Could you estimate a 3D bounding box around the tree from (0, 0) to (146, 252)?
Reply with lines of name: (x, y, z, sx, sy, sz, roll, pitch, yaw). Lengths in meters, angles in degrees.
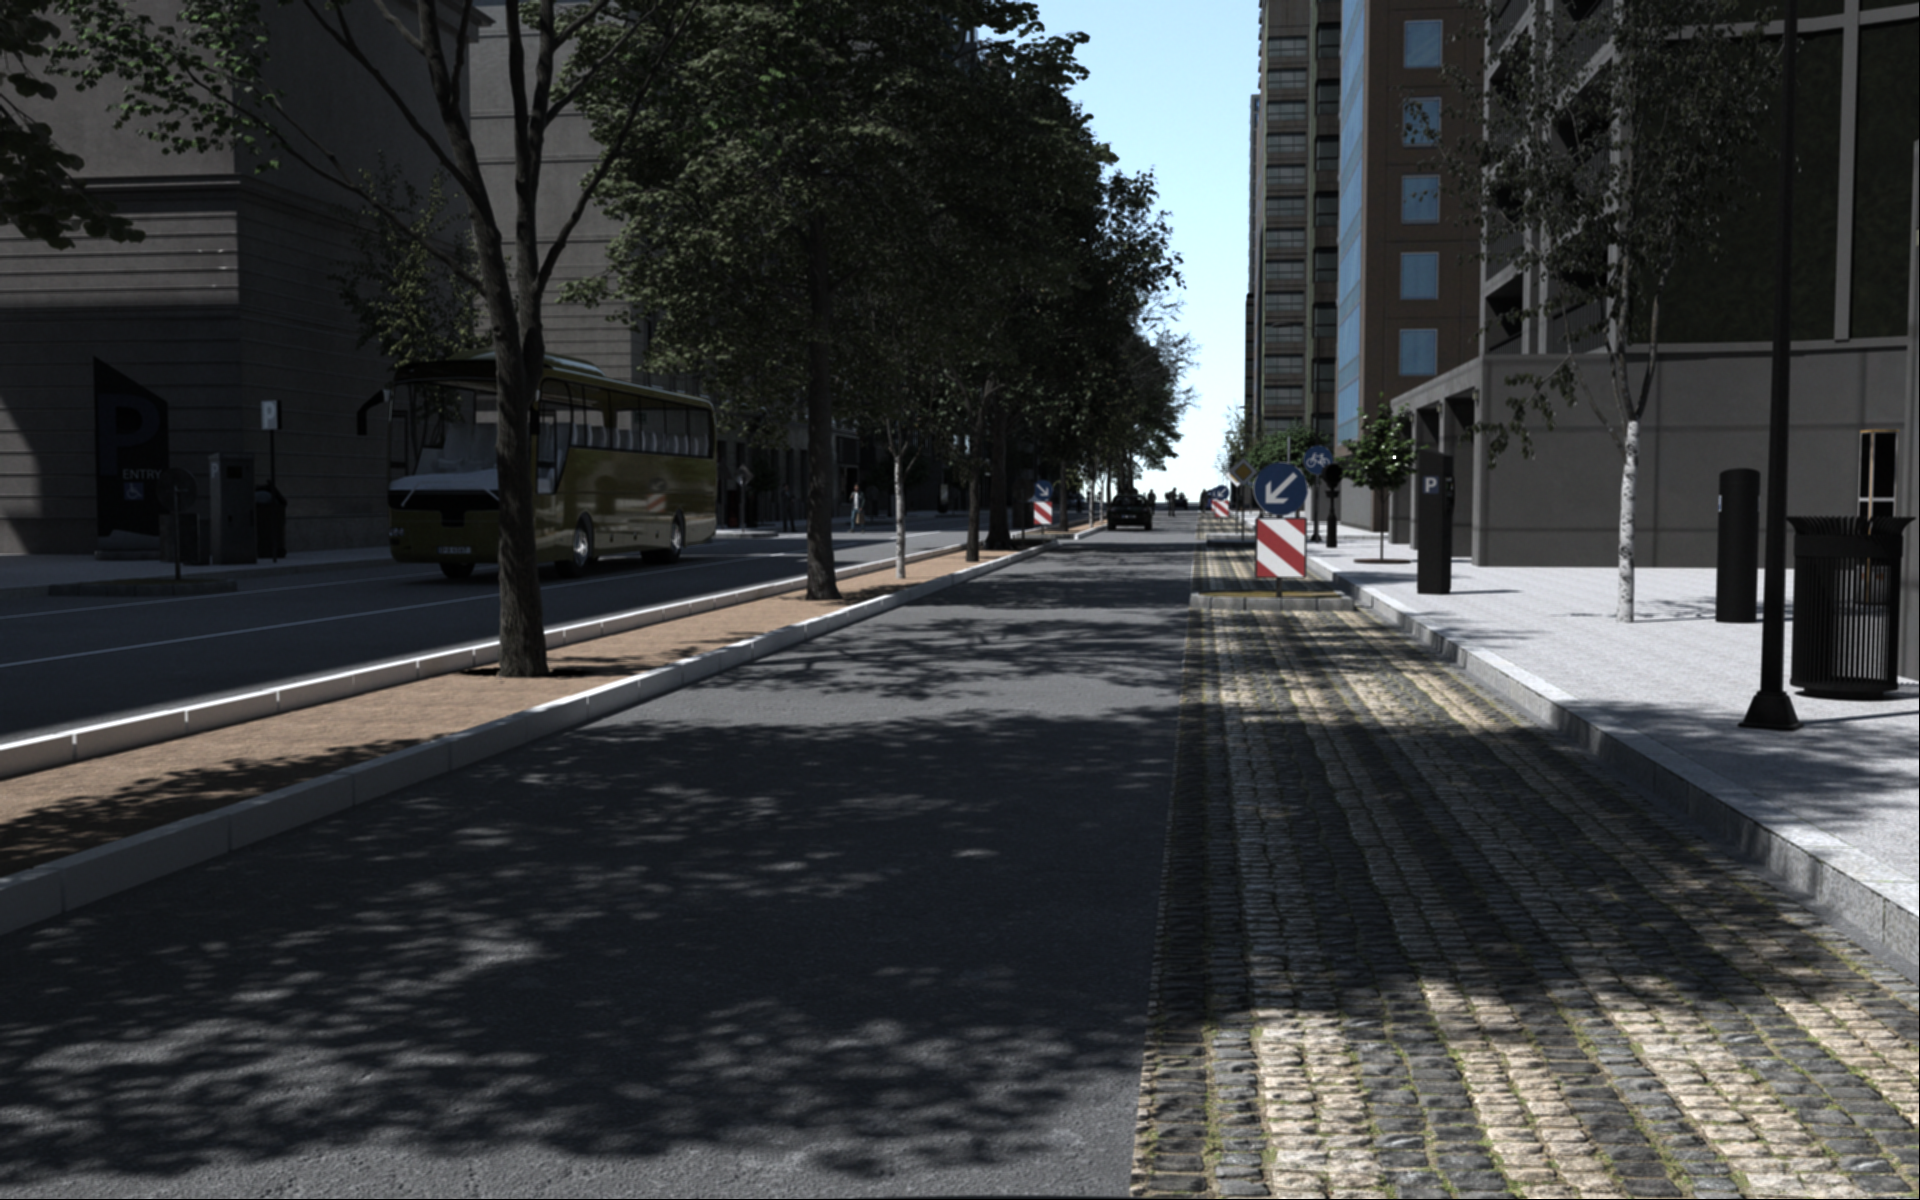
tree: (-4.497, -5.141, 4.644, 7.486, 12.596, 7.792, 0, 3, 0)

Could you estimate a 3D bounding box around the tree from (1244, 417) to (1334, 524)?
tree: (14.381, -5.508, 73.777, 4.285, 4.588, 4.351, 0, 3, 0)

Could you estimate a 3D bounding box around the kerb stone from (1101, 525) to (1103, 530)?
kerb stone: (5.328, -2.733, 66.899, 0.120, 0.150, 1.000, 0, 4, 8)

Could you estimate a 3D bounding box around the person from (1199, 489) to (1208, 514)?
person: (17.803, -7.217, 126.596, 0.694, 1.812, 0.767, 2, 4, 25)

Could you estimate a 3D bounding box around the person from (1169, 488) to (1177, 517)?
person: (13.606, -6.255, 110.581, 0.447, 1.846, 0.655, -3, 4, -38)

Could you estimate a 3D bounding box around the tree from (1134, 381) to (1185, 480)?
tree: (12.543, -12.597, 126.543, 7.486, 12.596, 7.792, 0, 3, 0)

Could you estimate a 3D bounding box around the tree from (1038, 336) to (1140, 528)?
tree: (5.549, -7.367, 73.277, 4.737, 8.622, 4.395, 0, 3, 0)

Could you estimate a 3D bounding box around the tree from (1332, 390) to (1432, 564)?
tree: (7.895, -2.313, 32.426, 1.663, 3.219, 1.824, 0, 3, 0)

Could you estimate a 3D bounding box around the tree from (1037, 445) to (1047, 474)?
tree: (5.150, -12.849, 160.449, 4.360, 8.622, 3.978, 0, 3, 0)

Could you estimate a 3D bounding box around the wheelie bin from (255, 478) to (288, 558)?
wheelie bin: (-13.859, -1.642, 34.749, 0.693, 1.594, 0.980, -2, 4, -23)

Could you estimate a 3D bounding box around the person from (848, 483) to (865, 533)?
person: (-3.681, -3.316, 62.709, 0.794, 1.824, 0.713, 3, 5, 41)

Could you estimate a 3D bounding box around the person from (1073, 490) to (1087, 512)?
person: (9.360, -7.800, 136.015, 1.348, 1.826, 0.705, -2, 4, -35)

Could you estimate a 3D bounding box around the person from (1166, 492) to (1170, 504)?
person: (28.840, -14.022, 238.470, 1.217, 1.736, 0.721, -3, 5, -41)

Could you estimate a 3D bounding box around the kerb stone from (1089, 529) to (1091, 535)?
kerb stone: (4.332, -2.299, 59.787, 0.120, 0.150, 1.000, 0, 4, 8)

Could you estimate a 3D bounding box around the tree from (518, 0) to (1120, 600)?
tree: (-1.819, -6.237, 22.566, 7.486, 12.596, 7.792, 0, 3, 0)

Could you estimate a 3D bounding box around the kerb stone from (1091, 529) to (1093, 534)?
kerb stone: (4.481, -2.362, 60.807, 0.120, 0.150, 1.000, 0, 4, 8)

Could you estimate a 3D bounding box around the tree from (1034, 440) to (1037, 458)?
tree: (3.756, -12.242, 150.513, 4.360, 8.622, 3.978, 0, 3, 0)

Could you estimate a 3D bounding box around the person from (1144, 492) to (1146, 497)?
person: (28.677, -15.839, 268.193, 0.721, 1.735, 1.217, 0, 4, -7)

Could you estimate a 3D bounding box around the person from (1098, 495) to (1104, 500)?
person: (16.420, -11.784, 201.150, 0.705, 1.826, 1.348, 2, 4, 25)

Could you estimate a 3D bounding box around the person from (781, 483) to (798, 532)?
person: (-6.427, -3.479, 65.184, 0.655, 1.846, 0.447, -1, 4, -23)

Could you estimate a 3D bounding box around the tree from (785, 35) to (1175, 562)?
tree: (0.190, -6.049, 35.773, 8.767, 10.594, 7.601, 0, 4, 8)

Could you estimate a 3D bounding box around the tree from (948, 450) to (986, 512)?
tree: (0.256, -8.761, 126.957, 4.285, 4.588, 4.351, 0, 3, 0)

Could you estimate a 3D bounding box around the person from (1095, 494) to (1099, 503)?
person: (20.125, -14.875, 254.924, 0.991, 1.433, 0.599, -3, 4, -36)

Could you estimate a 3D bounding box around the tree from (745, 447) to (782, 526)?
tree: (-8.120, -4.617, 70.085, 1.663, 3.219, 1.824, 0, 3, 0)

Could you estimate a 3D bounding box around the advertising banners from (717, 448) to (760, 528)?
advertising banners: (-8.628, -4.272, 66.036, 2.074, 3.025, 0.090, 1, 4, 15)

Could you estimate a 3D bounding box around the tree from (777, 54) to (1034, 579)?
tree: (-1.017, -4.642, 28.714, 4.360, 8.622, 3.978, 0, 3, 0)

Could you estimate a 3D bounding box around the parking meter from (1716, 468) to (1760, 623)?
parking meter: (7.781, -0.545, 17.325, 0.372, 1.533, 0.369, 0, 3, 0)

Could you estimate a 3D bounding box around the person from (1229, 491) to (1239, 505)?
person: (33.133, -12.239, 208.612, 1.348, 1.823, 0.705, 1, 4, 11)

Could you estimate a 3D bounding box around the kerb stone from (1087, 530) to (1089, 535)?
kerb stone: (4.189, -2.237, 58.775, 0.120, 0.150, 1.000, 0, 4, 8)

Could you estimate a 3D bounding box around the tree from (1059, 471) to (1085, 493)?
tree: (15.059, -15.240, 232.892, 4.285, 4.588, 4.351, 0, 3, 0)

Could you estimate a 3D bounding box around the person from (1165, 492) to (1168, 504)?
person: (29.393, -14.489, 245.839, 0.683, 1.767, 0.568, 0, 4, 6)

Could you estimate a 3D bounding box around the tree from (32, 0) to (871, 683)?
tree: (-3.525, -5.211, 13.412, 9.928, 11.665, 9.643, 0, 3, 0)

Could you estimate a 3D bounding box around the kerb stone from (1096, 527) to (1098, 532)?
kerb stone: (4.902, -2.548, 63.859, 0.120, 0.150, 1.000, 0, 4, 8)

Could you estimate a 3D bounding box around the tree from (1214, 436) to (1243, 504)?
tree: (33.860, -16.247, 216.003, 4.360, 8.622, 3.978, 0, 3, 0)

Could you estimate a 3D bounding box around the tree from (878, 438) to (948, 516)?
tree: (-3.213, -7.187, 101.227, 4.285, 4.588, 4.351, 0, 3, 0)

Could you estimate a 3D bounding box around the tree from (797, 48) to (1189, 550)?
tree: (0.992, -7.639, 44.370, 9.611, 12.733, 9.660, 0, 3, 0)

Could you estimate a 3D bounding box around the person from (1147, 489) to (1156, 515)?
person: (12.988, -6.668, 117.918, 0.661, 1.777, 0.834, -1, 4, -23)

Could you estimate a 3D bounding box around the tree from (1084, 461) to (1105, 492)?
tree: (21.547, -20.112, 279.200, 4.360, 8.622, 3.978, 0, 3, 0)

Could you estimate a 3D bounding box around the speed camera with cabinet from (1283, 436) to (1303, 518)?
speed camera with cabinet: (11.241, -3.935, 58.671, 0.660, 3.252, 2.038, 1, 4, 18)

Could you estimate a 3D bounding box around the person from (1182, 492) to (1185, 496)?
person: (32.717, -15.032, 255.096, 0.721, 1.723, 1.217, -3, 5, -44)

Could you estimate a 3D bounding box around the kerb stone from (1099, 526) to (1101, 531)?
kerb stone: (5.177, -2.672, 65.888, 0.120, 0.150, 1.000, 0, 4, 8)

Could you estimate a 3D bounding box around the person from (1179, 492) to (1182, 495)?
person: (30.739, -14.223, 241.767, 1.217, 1.735, 0.721, -1, 4, -12)

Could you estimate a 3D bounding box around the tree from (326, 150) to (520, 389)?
tree: (-11.680, -5.357, 37.949, 4.737, 8.622, 4.395, 0, 3, 0)

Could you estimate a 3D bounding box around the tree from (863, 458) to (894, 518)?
tree: (-4.316, -5.977, 92.332, 1.663, 3.219, 1.824, 0, 3, 0)

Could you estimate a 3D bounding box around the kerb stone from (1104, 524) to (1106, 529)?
kerb stone: (5.605, -2.857, 68.932, 0.120, 0.150, 1.000, 0, 4, 8)

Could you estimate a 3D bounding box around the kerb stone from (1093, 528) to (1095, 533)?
kerb stone: (4.623, -2.424, 61.829, 0.120, 0.150, 1.000, 0, 4, 8)

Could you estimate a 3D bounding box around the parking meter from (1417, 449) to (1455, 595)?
parking meter: (6.101, -1.008, 22.197, 0.399, 1.863, 0.255, 3, 5, 43)

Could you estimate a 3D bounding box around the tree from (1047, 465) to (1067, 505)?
tree: (10.979, -15.516, 204.042, 4.360, 8.622, 3.978, 0, 3, 0)

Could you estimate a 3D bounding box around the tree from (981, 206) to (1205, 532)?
tree: (3.885, -9.296, 64.820, 12.009, 13.543, 11.850, 0, 3, 0)

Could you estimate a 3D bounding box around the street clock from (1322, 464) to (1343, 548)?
street clock: (8.905, -2.255, 41.441, 0.471, 2.002, 0.358, -1, 4, -13)

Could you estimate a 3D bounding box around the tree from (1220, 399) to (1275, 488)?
tree: (21.971, -11.166, 132.925, 4.737, 8.622, 4.395, 0, 3, 0)

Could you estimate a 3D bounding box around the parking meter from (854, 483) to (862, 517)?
parking meter: (-5.187, -5.045, 88.205, 0.399, 1.863, 0.255, -1, 4, -12)

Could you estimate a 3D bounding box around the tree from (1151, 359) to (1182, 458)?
tree: (11.568, -11.598, 117.832, 9.928, 11.665, 9.643, 0, 3, 0)

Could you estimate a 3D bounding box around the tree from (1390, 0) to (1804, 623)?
tree: (6.635, -4.095, 17.312, 4.360, 8.622, 3.978, 0, 3, 0)
